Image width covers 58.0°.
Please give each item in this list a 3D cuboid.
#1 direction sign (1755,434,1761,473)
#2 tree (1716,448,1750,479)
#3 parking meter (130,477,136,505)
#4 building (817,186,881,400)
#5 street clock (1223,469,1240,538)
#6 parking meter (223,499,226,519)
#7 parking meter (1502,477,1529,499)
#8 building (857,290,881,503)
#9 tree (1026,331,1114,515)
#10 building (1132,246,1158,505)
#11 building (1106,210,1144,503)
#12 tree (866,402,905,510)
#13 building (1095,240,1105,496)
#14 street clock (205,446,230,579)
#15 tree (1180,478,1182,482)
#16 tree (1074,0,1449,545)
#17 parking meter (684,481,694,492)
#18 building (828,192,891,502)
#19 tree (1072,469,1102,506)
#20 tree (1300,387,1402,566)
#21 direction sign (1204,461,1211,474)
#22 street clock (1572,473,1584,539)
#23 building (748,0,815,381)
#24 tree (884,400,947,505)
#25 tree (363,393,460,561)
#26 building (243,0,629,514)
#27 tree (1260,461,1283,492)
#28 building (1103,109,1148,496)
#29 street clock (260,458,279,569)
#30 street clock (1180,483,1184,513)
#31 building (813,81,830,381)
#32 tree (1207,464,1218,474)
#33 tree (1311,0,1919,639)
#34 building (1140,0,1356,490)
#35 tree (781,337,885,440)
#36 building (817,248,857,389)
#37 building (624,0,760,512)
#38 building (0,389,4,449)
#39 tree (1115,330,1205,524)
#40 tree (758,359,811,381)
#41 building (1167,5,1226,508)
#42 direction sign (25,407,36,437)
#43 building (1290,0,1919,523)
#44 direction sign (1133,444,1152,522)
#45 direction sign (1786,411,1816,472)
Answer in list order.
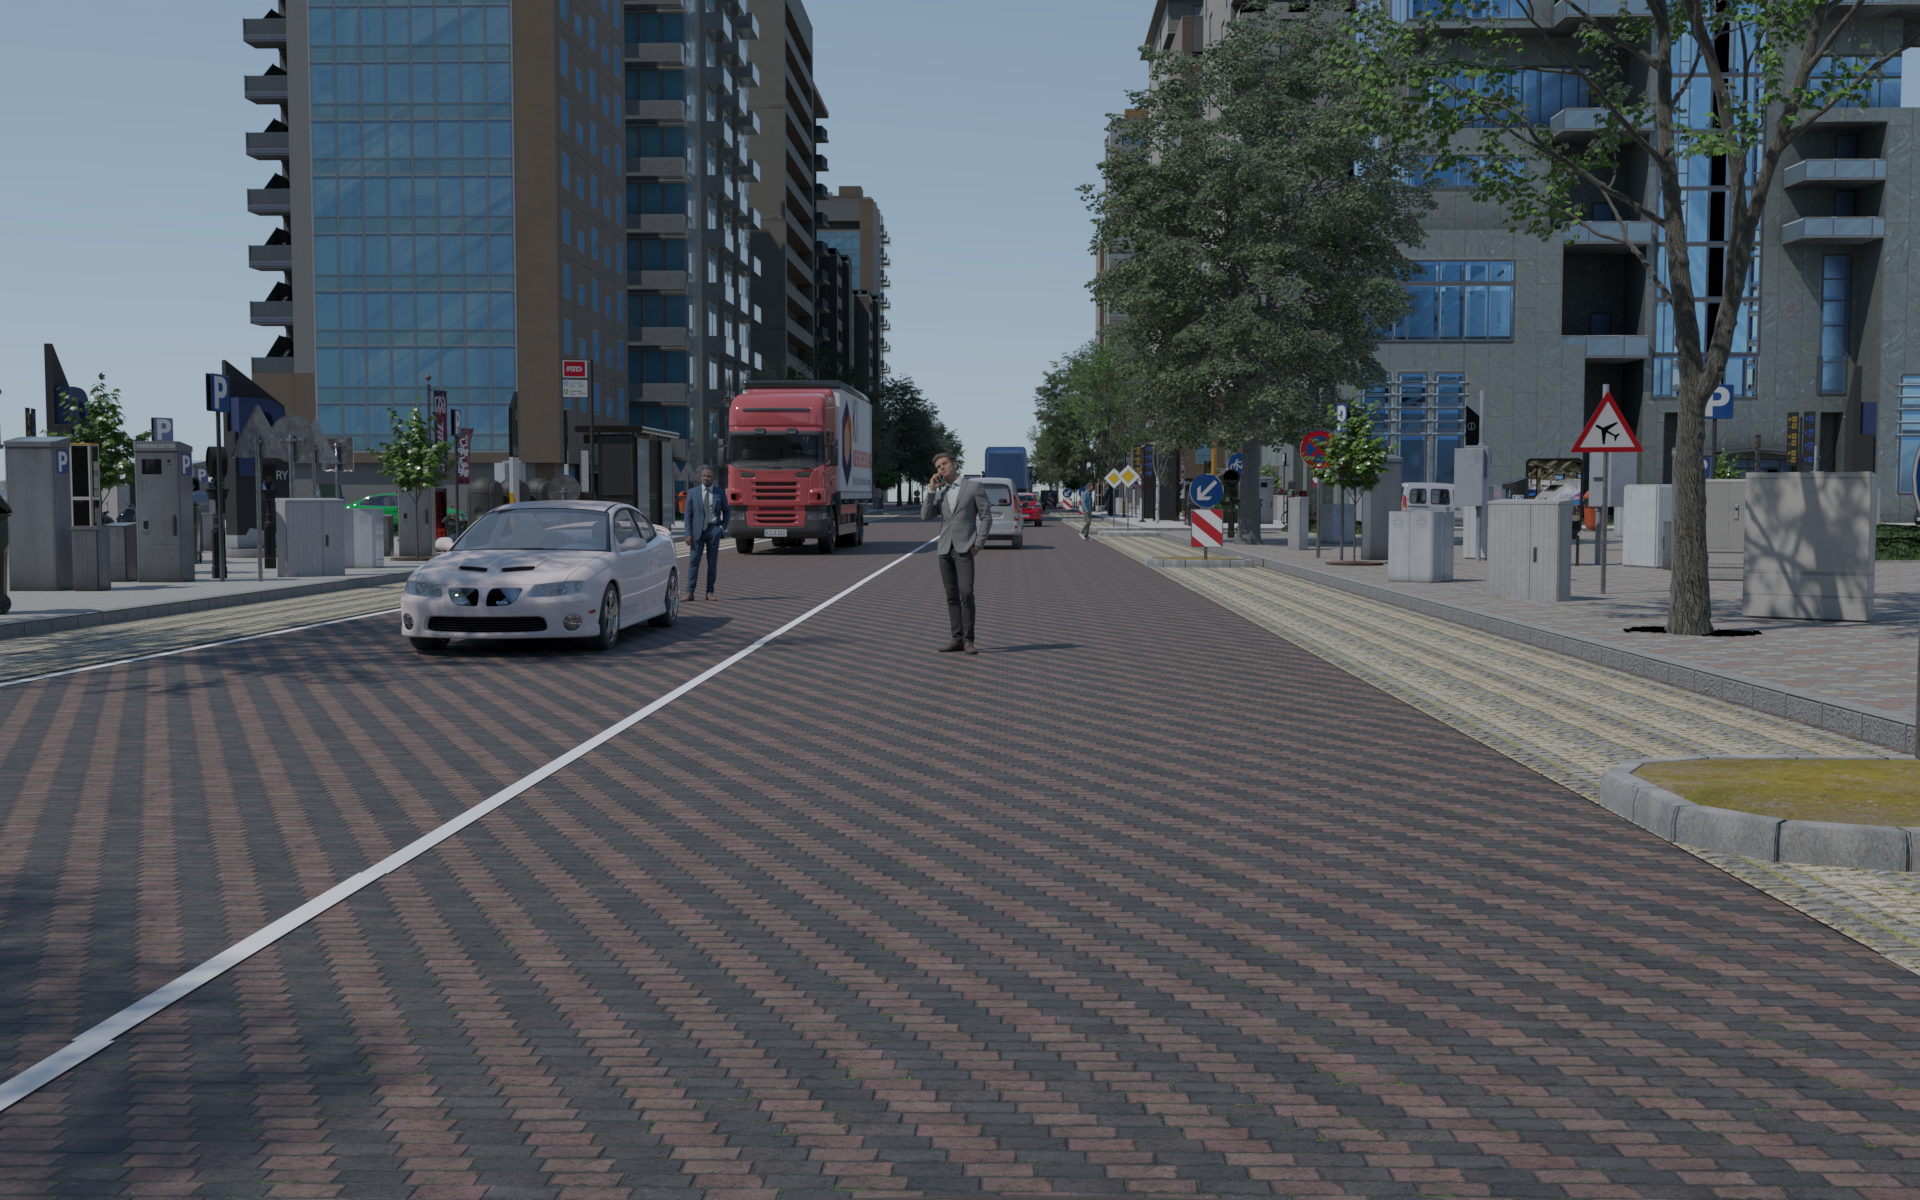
[{"bbox_3d":[30.423,-4.533,66.118,0.379,3.537,0.876,1,4,15],"label":"direction sign"},{"bbox_3d":[31.756,-4.748,72.230,1.663,3.219,1.824,0,3,0],"label":"tree"},{"bbox_3d":[-21.786,-2.436,45.546,0.255,1.863,0.399,-2,4,-28],"label":"parking meter"},{"bbox_3d":[-19.094,-37.016,255.318,14.600,45.320,14.200,0,4,2],"label":"building"},{"bbox_3d":[7.905,-2.806,50.447,0.471,2.002,0.358,1,4,19],"label":"street clock"},{"bbox_3d":[-38.059,-5.130,89.590,0.255,1.863,0.399,3,4,38],"label":"parking meter"},{"bbox_3d":[8.116,-1.035,25.341,0.372,1.533,0.369,0,3,0],"label":"parking meter"},{"bbox_3d":[-18.536,-28.725,241.347,14.160,30.474,14.107,0,4,2],"label":"building"},{"bbox_3d":[9.468,-11.141,107.914,9.928,11.665,9.643,0,3,0],"label":"tree"},{"bbox_3d":[27.059,-26.353,202.568,14.160,30.474,14.107,0,4,2],"label":"building"},{"bbox_3d":[28.194,-34.683,250.667,14.154,41.232,14.086,0,4,2],"label":"building"},{"bbox_3d":[-6.813,-11.615,140.269,4.360,8.622,3.978,0,3,0],"label":"tree"},{"bbox_3d":[30.144,-39.318,292.966,14.600,45.320,14.200,0,4,2],"label":"building"},{"bbox_3d":[-11.260,-1.328,26.281,0.358,2.002,0.471,-2,4,-35],"label":"street clock"},{"bbox_3d":[11.432,-6.294,97.506,1.663,3.219,1.824,0,3,0],"label":"tree"},{"bbox_3d":[7.321,-8.387,43.779,9.857,13.997,8.962,0,3,0],"label":"tree"},{"bbox_3d":[-12.172,-4.415,77.891,0.399,1.863,0.255,-2,4,-30],"label":"parking meter"},{"bbox_3d":[-22.631,-40.244,277.603,23.786,49.044,30.456,0,4,2],"label":"building"},{"bbox_3d":[9.962,-8.539,134.222,1.663,3.219,1.824,0,3,0],"label":"tree"},{"bbox_3d":[7.177,-2.254,31.448,1.663,3.219,1.824,0,3,0],"label":"tree"},{"bbox_3d":[16.948,-7.744,118.606,0.379,3.537,0.876,3,5,40],"label":"direction sign"},{"bbox_3d":[17.443,-2.727,49.150,0.471,2.002,0.358,2,4,24],"label":"street clock"},{"bbox_3d":[-24.779,-32.421,153.789,21.300,48.544,21.600,0,4,2],"label":"building"},{"bbox_3d":[-5.876,-17.720,206.733,9.611,12.733,9.660,0,3,0],"label":"tree"},{"bbox_3d":[-10.423,-2.370,33.355,1.663,3.219,1.824,0,3,0],"label":"tree"},{"bbox_3d":[-24.687,-26.537,83.991,14.600,45.320,14.200,0,4,2],"label":"building"},{"bbox_3d":[17.836,-6.423,99.615,1.663,3.219,1.824,0,3,0],"label":"tree"},{"bbox_3d":[33.083,-44.594,271.115,21.231,58.520,28.212,0,4,2],"label":"building"},{"bbox_3d":[-11.881,-1.542,29.782,0.358,2.002,0.471,-2,4,-25],"label":"street clock"},{"bbox_3d":[14.977,-6.938,118.007,0.358,2.002,0.471,-3,5,-42],"label":"street clock"},{"bbox_3d":[-25.281,-32.081,179.156,22.147,44.769,28.867,0,4,2],"label":"building"},{"bbox_3d":[16.424,-7.095,110.600,1.663,3.219,1.824,0,3,0],"label":"tree"},{"bbox_3d":[6.852,-5.498,15.652,9.928,11.665,9.643,0,3,0],"label":"tree"},{"bbox_3d":[34.023,-36.188,180.914,28.713,52.752,27.495,0,4,2],"label":"building"},{"bbox_3d":[-8.324,-10.375,104.043,8.767,10.594,7.601,2,4,34],"label":"tree"},{"bbox_3d":[-20.070,-26.276,201.317,14.160,30.474,14.107,0,4,2],"label":"building"},{"bbox_3d":[-26.220,-30.674,121.132,23.786,49.044,30.456,0,4,2],"label":"building"},{"bbox_3d":[-65.822,-33.244,85.545,28.212,58.520,21.231,0,4,2],"label":"building"},{"bbox_3d":[8.815,-7.621,74.974,4.360,8.622,3.978,0,3,0],"label":"tree"},{"bbox_3d":[-9.623,-8.744,93.320,4.737,8.622,4.395,0,3,0],"label":"tree"},{"bbox_3d":[26.669,-31.219,160.537,14.600,45.320,14.200,0,4,2],"label":"building"},{"bbox_3d":[-24.452,-3.282,45.656,0.379,3.537,0.876,-1,4,-14],"label":"direction sign"},{"bbox_3d":[32.223,-47.134,83.315,31.000,86.520,22.319,0,4,2],"label":"building"},{"bbox_3d":[8.338,-5.327,79.094,0.876,3.537,0.379,1,4,10],"label":"direction sign"},{"bbox_3d":[23.140,-3.409,47.729,0.379,3.537,0.876,-2,4,-24],"label":"direction sign"}]
